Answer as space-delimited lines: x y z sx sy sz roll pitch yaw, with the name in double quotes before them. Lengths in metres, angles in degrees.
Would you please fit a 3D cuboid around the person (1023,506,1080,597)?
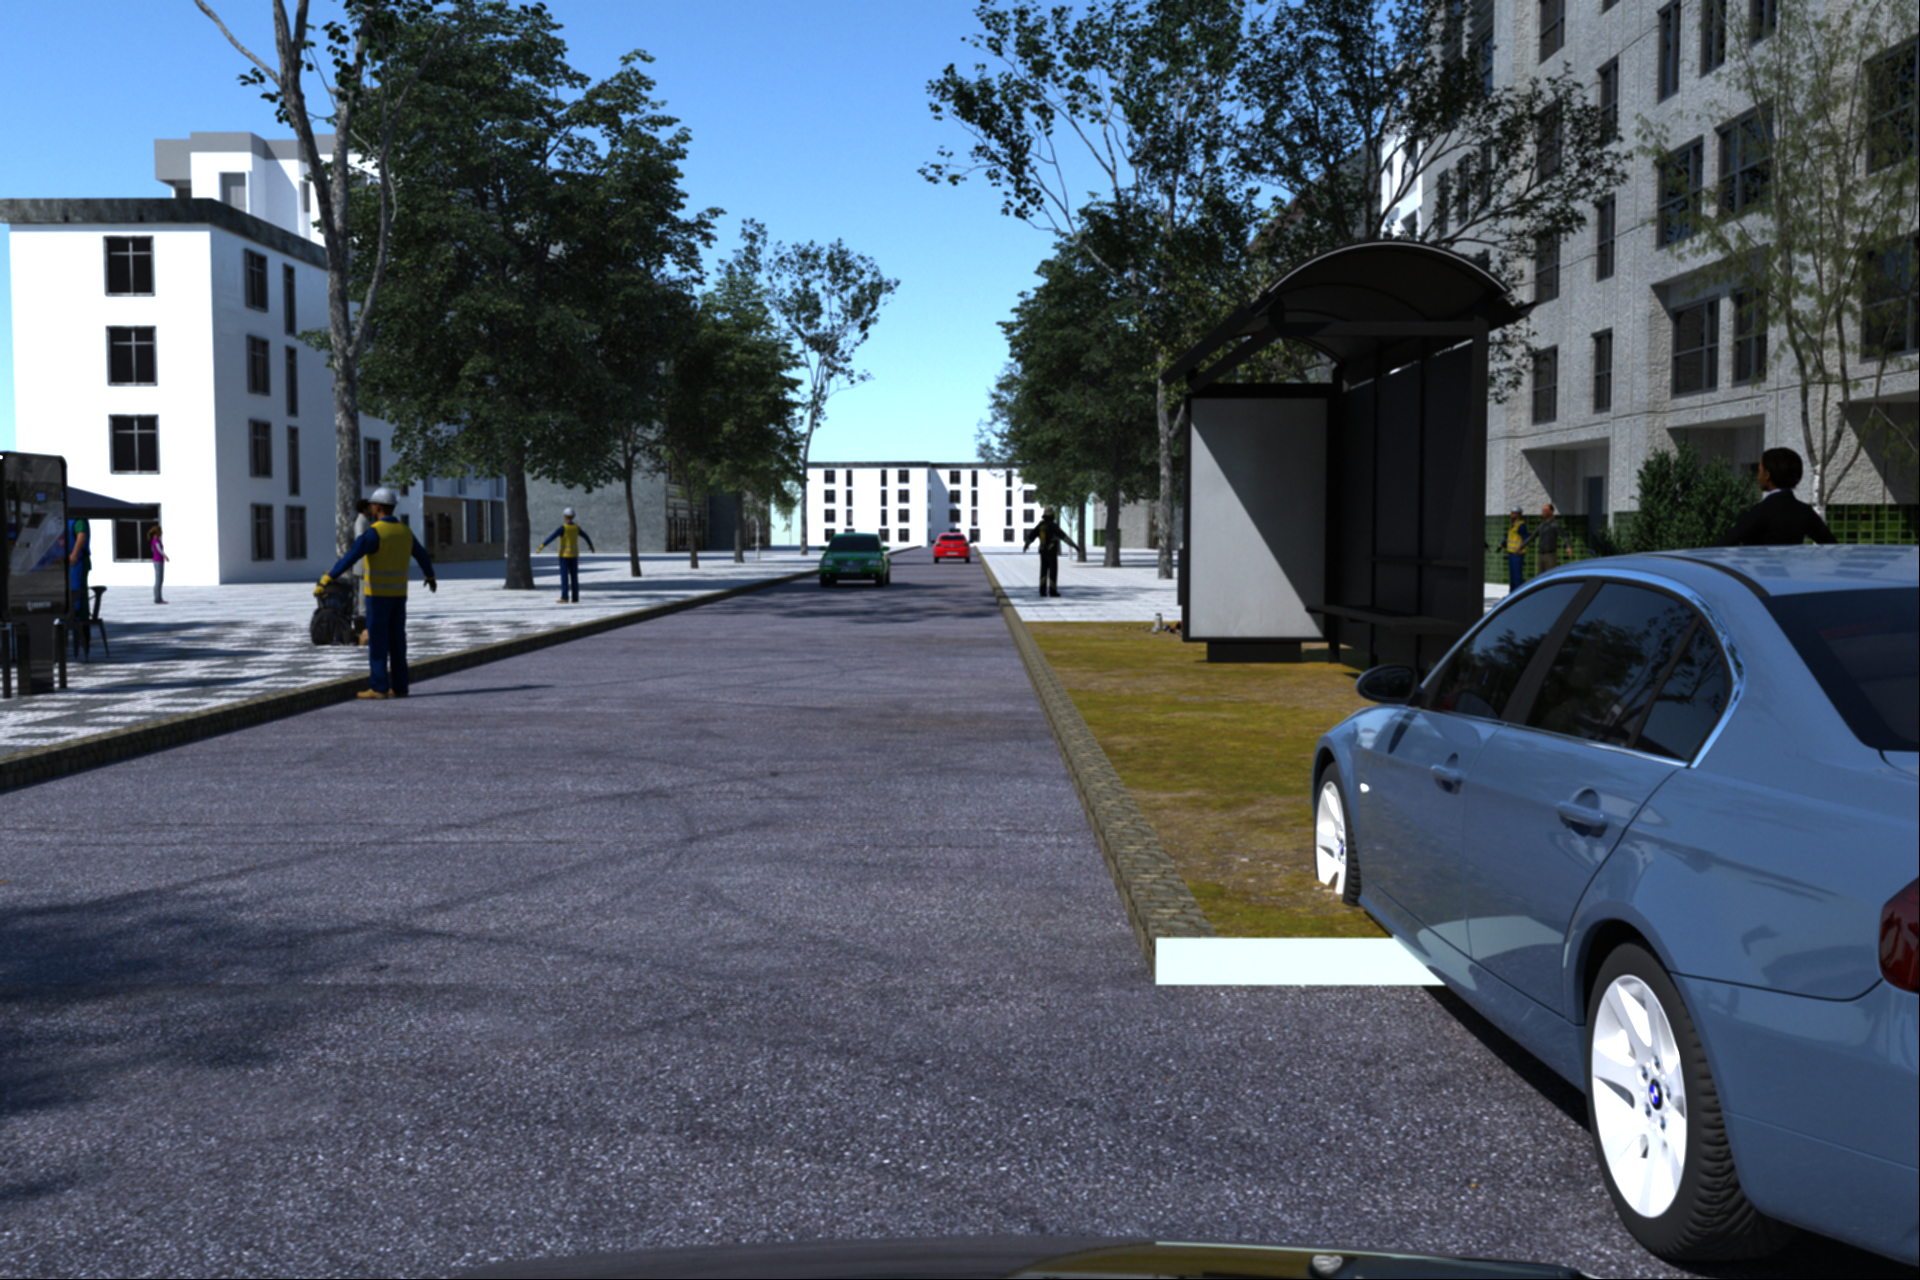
"person" 1.830 -1.813 35.414 1.354 1.856 0.705 2 4 35

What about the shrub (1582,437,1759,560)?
"shrub" 5.512 -0.538 13.208 1.690 2.028 1.600 0 3 0

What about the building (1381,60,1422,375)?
"building" 22.229 -13.034 69.522 16.016 20.090 11.380 0 3 0

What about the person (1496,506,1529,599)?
"person" 10.819 -1.702 33.792 0.705 1.833 1.349 0 4 -4

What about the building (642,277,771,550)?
"building" -26.785 -19.479 149.405 19.493 23.208 18.063 0 4 1

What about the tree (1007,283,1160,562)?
"tree" 5.750 -9.758 77.668 7.486 12.596 7.792 0 3 0

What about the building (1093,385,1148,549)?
"building" 22.525 -18.431 167.810 16.747 18.905 31.486 0 4 0

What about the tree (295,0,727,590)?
"tree" -10.226 -8.135 39.661 9.857 13.997 8.962 0 3 0

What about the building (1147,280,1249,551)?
"building" 25.249 -18.780 137.983 19.493 23.208 18.063 0 4 0

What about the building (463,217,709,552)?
"building" -29.545 -18.238 129.119 19.493 23.208 18.063 0 4 1

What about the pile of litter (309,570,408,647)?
"pile of litter" -7.156 -0.404 20.577 1.176 0.858 1.719 0 4 1

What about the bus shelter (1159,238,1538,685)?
"bus shelter" 2.971 -1.269 14.665 2.014 3.302 5.546 0 4 1

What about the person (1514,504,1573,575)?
"person" 10.114 -1.444 29.877 0.705 1.796 1.348 -2 4 -24

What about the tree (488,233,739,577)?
"tree" -10.050 -7.175 51.723 7.601 10.594 8.767 0 4 5

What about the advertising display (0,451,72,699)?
"advertising display" -7.433 -0.530 13.878 0.123 1.923 0.974 0 4 0

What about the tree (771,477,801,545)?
"tree" -20.223 -15.501 203.799 4.737 8.622 4.395 0 3 0

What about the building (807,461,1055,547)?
"building" -3.180 -15.669 200.789 28.070 9.664 9.099 0 4 7

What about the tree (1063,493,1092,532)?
"tree" 14.093 -15.328 200.974 4.360 8.622 3.978 0 3 0

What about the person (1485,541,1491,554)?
"person" 9.626 -1.676 33.595 1.347 1.806 0.705 0 4 4

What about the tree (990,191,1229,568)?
"tree" 5.922 -9.747 66.014 9.857 13.997 8.962 0 3 0

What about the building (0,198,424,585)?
"building" -23.004 -7.055 57.505 9.099 9.664 28.070 0 4 1

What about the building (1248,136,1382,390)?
"building" 24.747 -15.474 83.921 19.493 23.208 18.063 0 3 0

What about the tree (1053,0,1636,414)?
"tree" 5.677 -5.667 27.066 8.767 10.594 7.601 0 4 -4

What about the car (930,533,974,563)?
"car" -0.396 -4.715 86.135 2.155 1.783 4.494 0 4 0

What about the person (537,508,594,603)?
"person" -7.338 -1.581 32.321 1.216 1.772 0.721 -3 5 -45

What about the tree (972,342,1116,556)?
"tree" 5.759 -11.691 101.509 12.009 13.543 11.850 0 3 0

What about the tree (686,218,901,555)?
"tree" -10.306 -15.209 104.564 12.611 20.169 13.585 0 3 0

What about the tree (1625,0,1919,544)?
"tree" 9.854 -4.231 19.543 4.360 8.622 3.978 0 3 0

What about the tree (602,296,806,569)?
"tree" -9.967 -7.960 64.562 8.767 10.594 7.601 -1 4 -17

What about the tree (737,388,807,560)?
"tree" -10.234 -8.265 85.498 4.360 8.622 3.978 0 3 0

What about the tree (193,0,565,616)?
"tree" -10.509 -10.376 25.531 12.611 20.169 13.585 0 3 0

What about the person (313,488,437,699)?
"person" -5.037 -0.410 15.136 0.705 1.833 1.349 2 4 28

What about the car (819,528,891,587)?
"car" -2.899 -2.408 48.175 1.959 1.807 4.718 0 4 0

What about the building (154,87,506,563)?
"building" -28.049 -13.359 74.839 16.016 20.090 11.380 0 4 0

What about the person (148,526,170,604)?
"person" -14.702 -1.385 31.911 0.599 1.433 0.991 -2 4 -34

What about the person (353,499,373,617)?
"person" -8.893 -1.212 26.003 0.705 1.806 1.347 -1 4 -14

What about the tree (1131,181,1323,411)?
"tree" 5.658 -5.254 36.259 4.737 8.622 4.395 0 3 0

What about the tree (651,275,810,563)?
"tree" -10.185 -9.683 76.443 7.486 12.596 7.792 0 3 0

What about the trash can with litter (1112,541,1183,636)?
"trash can with litter" 2.903 -0.698 22.476 1.678 1.210 2.233 0 4 -1

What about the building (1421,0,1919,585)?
"building" 22.150 -10.372 36.047 16.747 18.905 31.486 0 3 0

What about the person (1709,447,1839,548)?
"person" 4.296 -0.157 9.294 1.216 1.740 0.721 -1 4 -20

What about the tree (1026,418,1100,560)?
"tree" 5.352 -8.298 86.039 4.737 8.622 4.395 0 3 0

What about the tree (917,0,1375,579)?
"tree" 4.909 -11.738 47.807 12.611 20.169 13.585 0 3 0

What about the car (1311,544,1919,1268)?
"car" 2.200 0.445 4.720 2.014 1.417 4.499 0 4 -1

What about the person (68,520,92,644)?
"person" -10.392 -0.868 20.317 0.704 1.817 1.347 -2 4 -31
